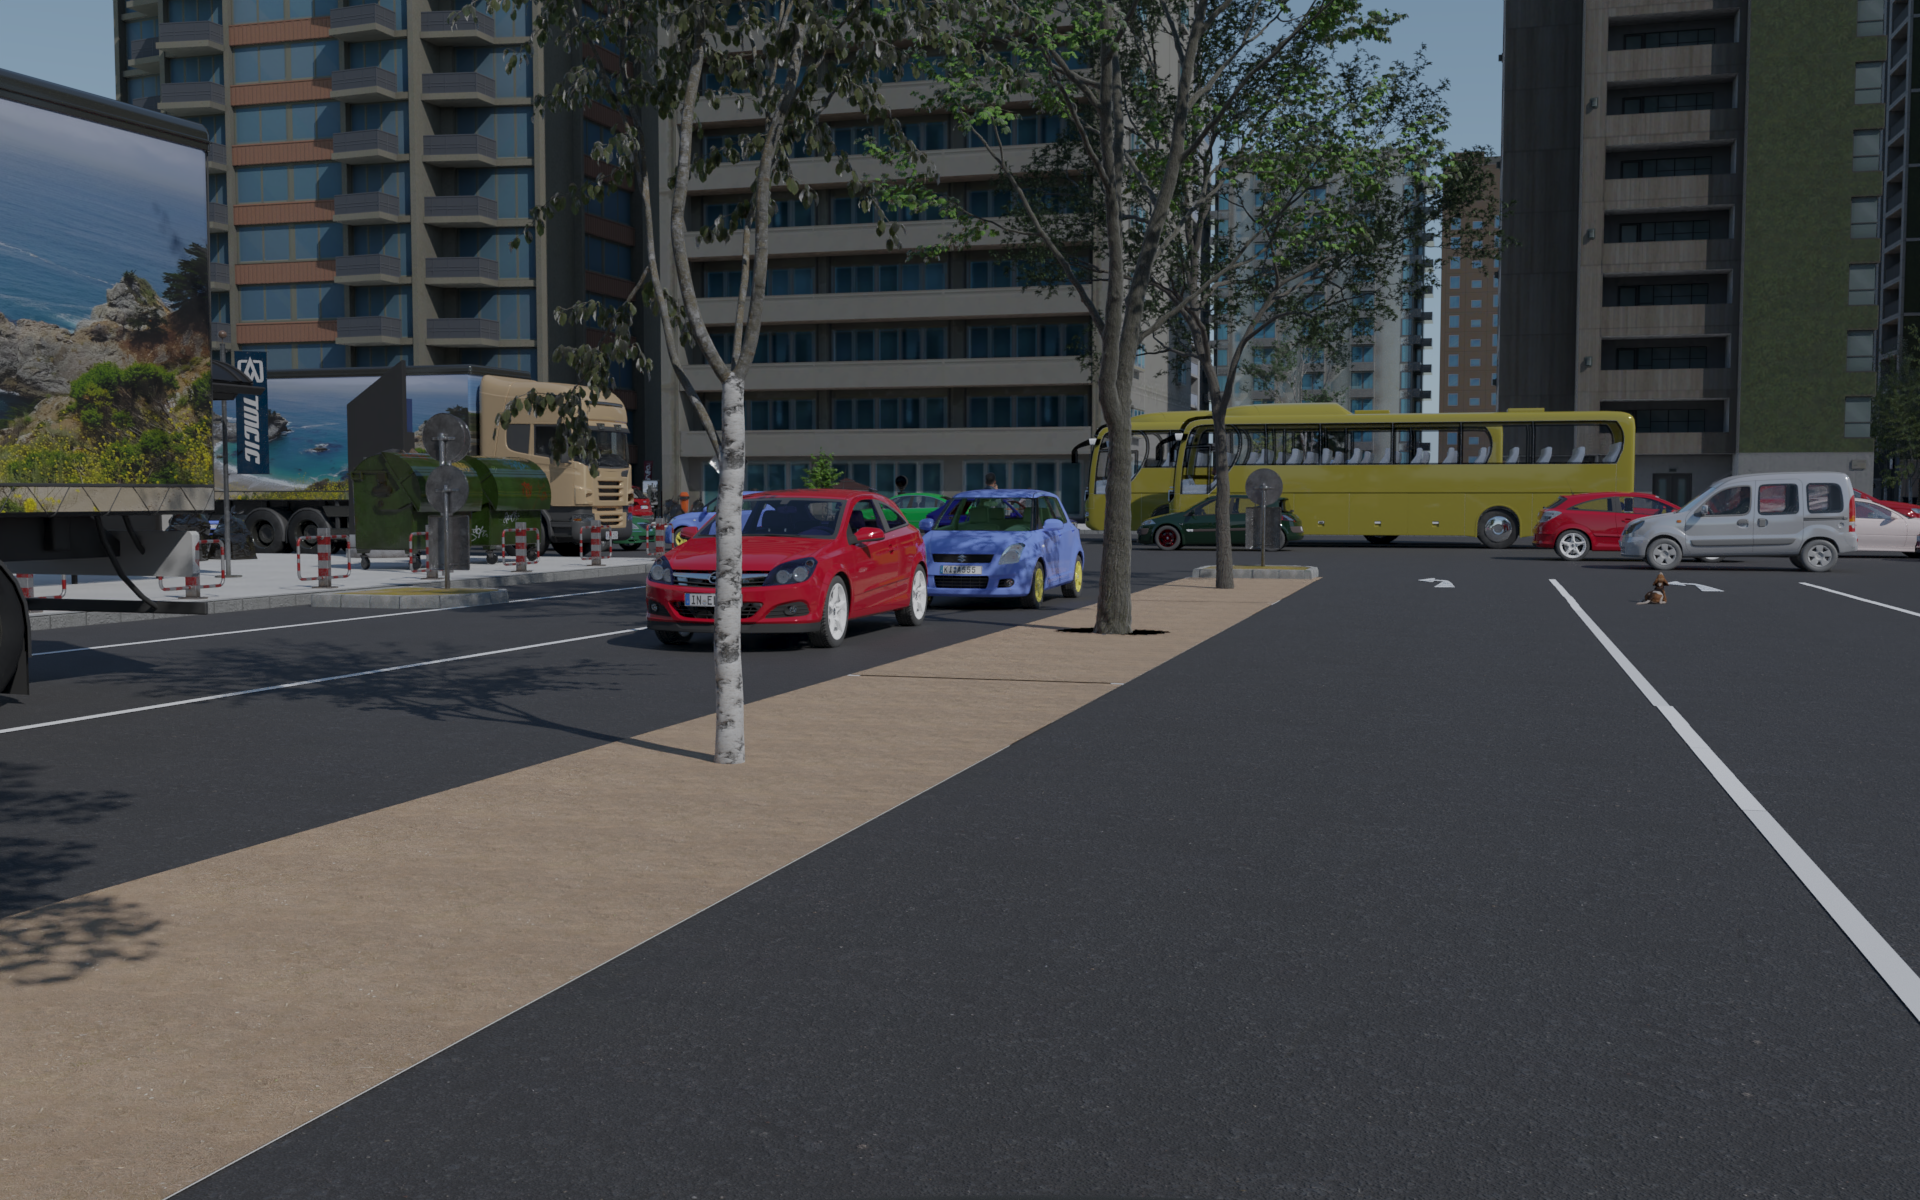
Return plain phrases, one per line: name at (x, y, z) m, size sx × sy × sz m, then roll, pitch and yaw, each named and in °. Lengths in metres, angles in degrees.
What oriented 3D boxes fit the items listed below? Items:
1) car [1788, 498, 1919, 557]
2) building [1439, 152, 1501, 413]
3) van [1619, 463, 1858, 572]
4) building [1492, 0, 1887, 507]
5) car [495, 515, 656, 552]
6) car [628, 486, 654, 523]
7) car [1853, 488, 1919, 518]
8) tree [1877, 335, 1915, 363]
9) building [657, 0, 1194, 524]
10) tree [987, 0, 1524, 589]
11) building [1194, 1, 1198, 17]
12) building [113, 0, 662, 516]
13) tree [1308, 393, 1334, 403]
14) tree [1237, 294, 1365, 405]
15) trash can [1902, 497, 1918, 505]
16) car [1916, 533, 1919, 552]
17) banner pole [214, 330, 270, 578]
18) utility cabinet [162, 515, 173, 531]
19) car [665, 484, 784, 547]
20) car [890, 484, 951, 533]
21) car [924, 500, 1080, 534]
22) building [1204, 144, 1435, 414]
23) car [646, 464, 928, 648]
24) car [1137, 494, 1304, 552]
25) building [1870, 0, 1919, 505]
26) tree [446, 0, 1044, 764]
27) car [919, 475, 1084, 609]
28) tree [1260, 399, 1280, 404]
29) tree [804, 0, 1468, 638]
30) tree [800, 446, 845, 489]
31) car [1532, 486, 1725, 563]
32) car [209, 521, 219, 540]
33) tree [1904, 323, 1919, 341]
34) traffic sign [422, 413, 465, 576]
car at (20.333, -1.656, 39.433) m, size 4.827 × 1.381 × 2.083 m, roll 1°, pitch 4°, yaw 15°
building at (70.813, -35.364, 228.304) m, size 14.200 × 45.320 × 14.600 m, roll 1°, pitch 4°, yaw 17°
van at (14.682, -1.578, 32.807) m, size 4.112 × 2.044 × 2.013 m, roll 1°, pitch 4°, yaw 18°
building at (30.372, -18.497, 74.120) m, size 14.107 × 30.474 × 14.160 m, roll 1°, pitch 4°, yaw 17°
car at (-10.111, -1.988, 44.303) m, size 4.920 × 1.459 × 2.131 m, roll 1°, pitch 4°, yaw 18°
car at (-13.621, -3.262, 62.007) m, size 5.304 × 1.827 × 2.281 m, roll 1°, pitch 4°, yaw 15°
car at (24.216, -2.433, 48.459) m, size 5.304 × 1.827 × 2.281 m, roll 1°, pitch 4°, yaw 15°
tree at (43.520, -7.880, 79.201) m, size 4.360 × 8.622 × 3.978 m, roll 0°, pitch 3°, yaw 0°
building at (-0.570, -28.238, 85.388) m, size 21.600 × 48.544 × 21.300 m, roll 1°, pitch 4°, yaw 17°
tree at (4.115, -5.459, 26.119) m, size 8.767 × 10.594 × 7.601 m, roll 1°, pitch 4°, yaw 17°
building at (9.243, -38.518, 171.767) m, size 28.212 × 58.520 × 21.231 m, roll 1°, pitch 4°, yaw 17°
building at (-31.997, -27.019, 96.393) m, size 28.867 × 44.769 × 22.147 m, roll 1°, pitch 4°, yaw 17°
tree at (37.750, -15.960, 183.007) m, size 6.751 × 12.117 × 7.091 m, roll 0°, pitch 3°, yaw 0°
tree at (31.675, -18.907, 165.026) m, size 12.611 × 20.169 × 13.585 m, roll 0°, pitch 3°, yaw 0°
trash can at (45.606, -4.373, 83.154) m, size 0.748 × 1.137 × 0.748 m, roll 0°, pitch 3°, yaw 0°
car at (22.604, -1.669, 36.331) m, size 4.494 × 1.783 × 2.155 m, roll 1°, pitch 4°, yaw 18°
banner pole at (-11.059, -2.241, 26.660) m, size 0.863 × 3.779 × 0.401 m, roll -1°, pitch 4°, yaw -20°
utility cabinet at (-16.243, -1.596, 34.779) m, size 0.318 × 1.500 × 1.173 m, roll 1°, pitch 4°, yaw 17°
car at (-5.669, -2.104, 43.993) m, size 3.694 × 1.707 × 1.945 m, roll 1°, pitch 4°, yaw 17°
car at (-1.628, -2.873, 55.775) m, size 4.718 × 1.807 × 1.959 m, roll 1°, pitch 4°, yaw 15°
car at (1.096, -1.982, 44.985) m, size 3.894 × 1.354 × 1.945 m, roll 1°, pitch 4°, yaw 17°
building at (49.777, -37.938, 239.899) m, size 30.456 × 49.044 × 23.786 m, roll 1°, pitch 4°, yaw 17°
car at (-1.653, -0.525, 17.625) m, size 2.155 × 1.783 × 4.494 m, roll 1°, pitch 4°, yaw 15°
car at (6.621, -2.101, 44.135) m, size 4.222 × 1.686 × 2.009 m, roll 1°, pitch 4°, yaw 15°
building at (84.259, -43.465, 148.897) m, size 20.563 × 71.187 × 20.611 m, roll 1°, pitch 4°, yaw 17°
tree at (-1.170, -3.446, 9.167) m, size 4.360 × 8.622 × 3.978 m, roll 0°, pitch 3°, yaw 0°
car at (0.504, -0.815, 22.909) m, size 1.945 × 1.707 × 3.694 m, roll 1°, pitch 4°, yaw 16°
tree at (24.102, -11.278, 134.763) m, size 4.737 × 8.622 × 4.395 m, roll 0°, pitch 3°, yaw 0°
tree at (1.644, -5.445, 17.239) m, size 9.928 × 11.665 × 9.643 m, roll 0°, pitch 3°, yaw 0°
tree at (-5.566, -4.597, 69.754) m, size 1.663 × 3.219 × 1.824 m, roll 0°, pitch 3°, yaw 0°
car at (14.685, -1.727, 37.272) m, size 4.494 × 1.783 × 2.155 m, roll 1°, pitch 4°, yaw 17°
car at (-22.908, -2.457, 49.765) m, size 3.694 × 1.707 × 1.945 m, roll 1°, pitch 4°, yaw 16°
tree at (40.072, -7.423, 71.724) m, size 4.737 × 8.622 × 4.395 m, roll 0°, pitch 3°, yaw 0°
traffic sign at (-8.098, -1.652, 27.122) m, size 0.768 × 2.556 × 0.104 m, roll 1°, pitch 4°, yaw 18°
